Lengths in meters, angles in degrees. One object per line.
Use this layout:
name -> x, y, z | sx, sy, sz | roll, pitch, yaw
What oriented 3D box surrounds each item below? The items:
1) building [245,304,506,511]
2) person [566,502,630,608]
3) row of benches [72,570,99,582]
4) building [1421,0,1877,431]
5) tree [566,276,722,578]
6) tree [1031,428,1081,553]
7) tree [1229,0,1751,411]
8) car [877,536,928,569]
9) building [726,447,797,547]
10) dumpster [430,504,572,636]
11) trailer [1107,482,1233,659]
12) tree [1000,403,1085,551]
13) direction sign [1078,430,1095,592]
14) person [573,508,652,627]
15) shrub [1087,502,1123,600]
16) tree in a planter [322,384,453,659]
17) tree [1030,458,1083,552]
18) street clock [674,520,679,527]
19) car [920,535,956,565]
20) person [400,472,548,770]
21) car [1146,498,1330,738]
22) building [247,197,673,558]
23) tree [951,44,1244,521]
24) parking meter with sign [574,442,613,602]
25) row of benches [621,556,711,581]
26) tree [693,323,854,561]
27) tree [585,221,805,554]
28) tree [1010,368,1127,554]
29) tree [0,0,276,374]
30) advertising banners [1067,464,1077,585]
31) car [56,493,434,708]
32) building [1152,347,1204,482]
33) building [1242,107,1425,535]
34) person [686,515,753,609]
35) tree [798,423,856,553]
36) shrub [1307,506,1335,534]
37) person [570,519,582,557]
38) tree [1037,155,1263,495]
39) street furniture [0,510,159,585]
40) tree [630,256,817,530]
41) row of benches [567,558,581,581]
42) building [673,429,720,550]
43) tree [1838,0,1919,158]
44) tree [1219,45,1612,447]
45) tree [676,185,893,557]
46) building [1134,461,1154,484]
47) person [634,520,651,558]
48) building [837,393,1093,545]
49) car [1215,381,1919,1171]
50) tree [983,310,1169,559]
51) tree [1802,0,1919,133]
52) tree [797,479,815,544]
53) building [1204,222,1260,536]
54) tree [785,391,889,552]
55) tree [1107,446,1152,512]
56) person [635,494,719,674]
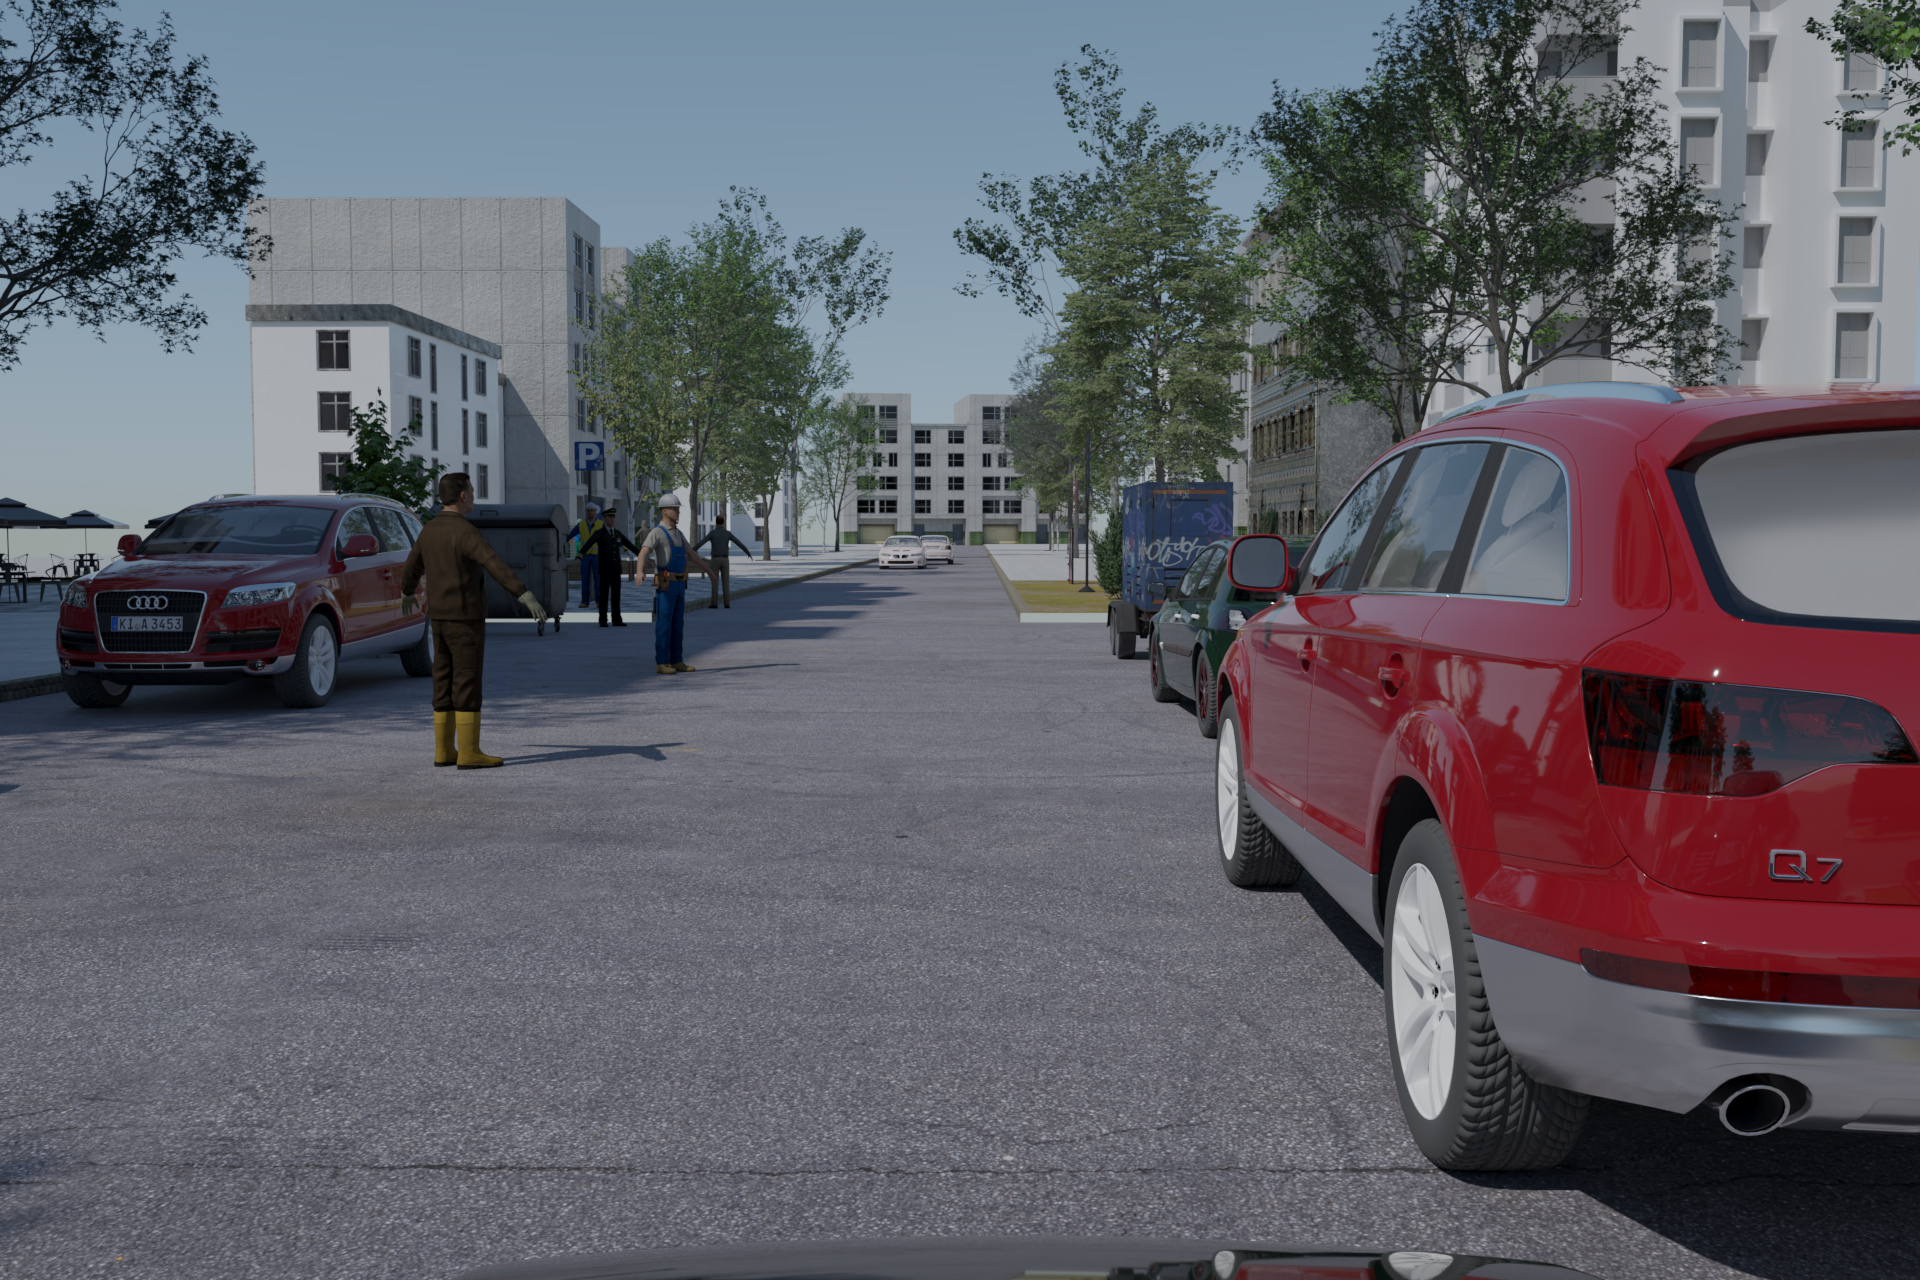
building -> -24.976, -8.275, 77.448 | 9.099, 9.664, 28.070 | 0, 4, 1
person -> -6.430, -1.482, 30.197 | 1.349, 1.833, 0.705 | 0, 4, -3
row of benches -> -13.723, -0.887, 29.962 | 4.104, 0.672, 1.422 | 2, 4, 27
building -> 22.661, -12.716, 64.321 | 16.016, 20.090, 11.380 | 0, 4, 0
tree -> -9.347, -6.108, 50.228 | 4.737, 8.622, 4.395 | 0, 3, 0
tree -> 6.391, -10.271, 118.299 | 4.737, 8.622, 4.395 | 0, 3, 0
tree -> 8.332, -5.627, 26.416 | 7.601, 10.594, 8.767 | 3, 4, 38
car -> -2.346, -3.629, 71.699 | 2.083, 1.381, 4.827 | 0, 4, 1
building -> -21.462, -14.564, 180.270 | 9.099, 9.664, 28.070 | 0, 3, 0
dumpster -> -6.583, -1.010, 24.731 | 1.865, 1.857, 1.264 | 0, 4, 1
trailer -> 2.504, -0.845, 20.870 | 1.471, 1.999, 3.904 | 0, 3, 0
tree -> 6.907, -12.591, 131.625 | 9.928, 11.665, 9.643 | 0, 3, 0
direction sign -> 2.804, -2.824, 38.177 | 0.379, 3.537, 0.876 | 0, 4, 0
person -> -5.400, -1.125, 26.781 | 1.347, 1.837, 0.705 | -3, 5, -40
shrub -> 3.378, -1.826, 33.904 | 1.661, 2.075, 1.752 | 0, 3, 0
tree in a planter -> -6.997, -1.444, 20.824 | 1.991, 3.239, 1.994 | 0, 4, 1
tree -> 7.030, -10.619, 123.983 | 4.737, 8.622, 4.395 | 0, 3, 0
street clock -> -7.399, -2.457, 44.743 | 0.358, 2.002, 0.471 | 0, 4, 1
car -> -1.239, -4.279, 82.329 | 2.083, 1.381, 4.827 | 0, 4, -1
person -> -3.060, -0.125, 10.643 | 1.346, 1.812, 0.704 | 3, 4, 37
car -> 2.526, -0.232, 13.578 | 2.009, 1.686, 4.222 | 0, 4, -1
building -> -28.881, -14.712, 107.006 | 16.747, 18.905, 31.486 | 0, 4, 1
tree -> 5.153, -13.098, 70.034 | 12.611, 20.169, 13.585 | 0, 3, 0
parking meter with sign -> -6.972, -2.279, 33.522 | 0.543, 3.016, 1.738 | 0, 4, 1
row of benches -> -8.440, -1.992, 48.024 | 1.422, 0.672, 4.104 | 3, 5, 45
tree -> -9.148, -9.606, 82.809 | 9.928, 11.665, 9.643 | 0, 3, 0
tree -> -8.787, -8.058, 57.503 | 9.928, 11.665, 9.643 | 0, 3, 0
tree -> 6.571, -11.706, 109.528 | 7.486, 12.596, 7.792 | 0, 3, 0
tree -> -12.824, -5.375, 22.301 | 8.767, 10.594, 7.601 | 0, 4, -3
advertising banners -> 2.865, -2.943, 44.305 | 0.090, 3.025, 2.074 | 0, 4, 0
car -> -6.270, -0.445, 15.955 | 2.281, 1.827, 5.304 | 0, 4, 0
building -> 24.138, -19.202, 170.374 | 16.016, 20.090, 11.380 | 0, 4, 1
building -> 24.299, -15.300, 81.076 | 19.493, 23.208, 18.063 | 0, 4, 0
person -> -4.632, -1.507, 33.374 | 1.348, 1.796, 0.705 | -1, 4, -20
tree -> -9.137, -10.099, 115.473 | 4.360, 8.622, 3.978 | 0, 3, 0
shrub -> 9.976, -2.563, 46.328 | 1.690, 2.028, 1.600 | 0, 3, 0
person -> -13.344, -3.352, 60.937 | 1.347, 1.817, 0.704 | 3, 5, 39
tree -> 5.845, -8.228, 52.655 | 7.486, 12.596, 7.792 | 0, 3, 0
street furniture -> -29.373, -2.418, 44.568 | 27.439, 1.986, 14.083 | 0, 4, 0
tree -> -9.798, -9.366, 71.260 | 7.486, 12.596, 7.792 | 0, 3, 0
row of benches -> -9.448, -1.667, 42.716 | 1.422, 0.672, 4.104 | -1, 4, -13
building -> -25.401, -12.823, 151.797 | 9.099, 9.664, 28.070 | 0, 4, 1
tree -> 8.163, -5.160, 10.123 | 9.928, 11.665, 9.643 | 0, 3, 0
tree -> 9.608, -6.810, 37.100 | 9.928, 11.665, 9.643 | 0, 3, 0
tree -> -10.782, -14.724, 96.632 | 12.611, 20.169, 13.585 | 0, 3, 0
building -> 25.257, -15.354, 193.189 | 9.099, 9.664, 28.070 | 0, 4, 1
person -> -12.126, -3.693, 66.512 | 0.705, 1.813, 1.348 | 3, 5, 43
building -> 0.158, -21.800, 225.339 | 31.486, 18.905, 16.747 | 0, 4, -7
car -> 2.071, 0.198, 5.433 | 2.281, 1.827, 5.304 | 0, 4, 1
tree -> 6.255, -11.059, 91.186 | 12.009, 13.543, 11.850 | 0, 3, 0
tree -> 23.929, -11.125, 37.786 | 12.611, 20.169, 13.585 | 0, 3, 0
tree -> -20.704, -16.610, 221.942 | 4.737, 8.622, 4.395 | 0, 3, 0
building -> 25.295, -14.671, 106.325 | 16.747, 18.905, 31.486 | 0, 4, 1
tree -> -9.008, -12.279, 126.518 | 9.928, 11.665, 9.643 | 0, 3, 0
tree -> 23.267, -18.841, 218.421 | 12.009, 13.543, 11.850 | 0, 3, 0
person -> -2.965, -0.584, 17.858 | 0.705, 1.847, 1.347 | 2, 4, 27
